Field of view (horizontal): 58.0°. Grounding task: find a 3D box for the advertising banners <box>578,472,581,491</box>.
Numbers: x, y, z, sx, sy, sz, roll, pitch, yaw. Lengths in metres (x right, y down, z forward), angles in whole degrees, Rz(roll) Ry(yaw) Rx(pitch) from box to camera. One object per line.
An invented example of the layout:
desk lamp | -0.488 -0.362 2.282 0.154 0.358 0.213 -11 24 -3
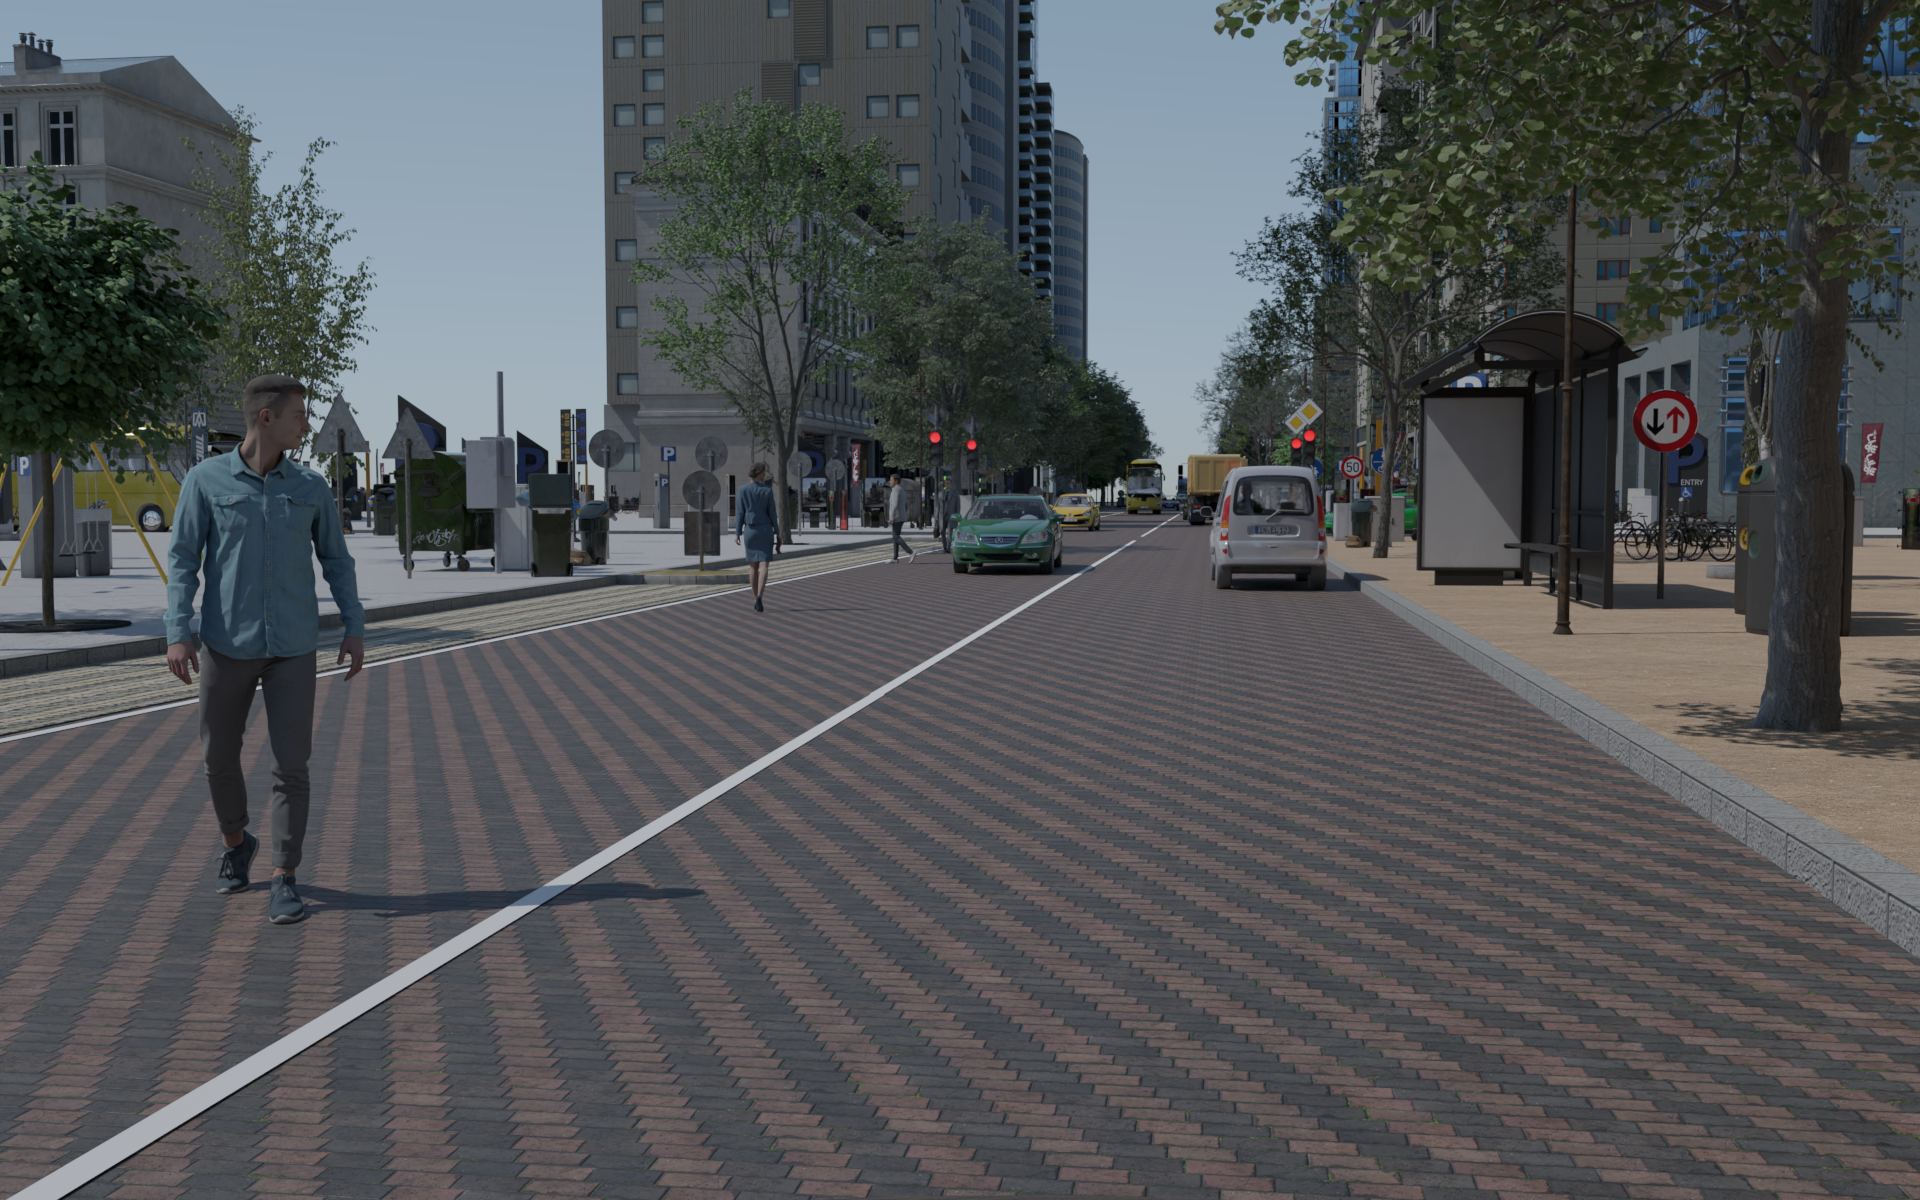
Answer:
advertising banners | -29.821 -8.454 134.414 0.090 3.025 2.074 1 4 10

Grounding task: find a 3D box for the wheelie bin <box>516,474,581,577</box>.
wheelie bin | -6.421 -1.168 27.008 0.980 1.594 0.693 -1 4 -18

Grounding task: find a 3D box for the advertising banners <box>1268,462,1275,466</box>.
advertising banners | 17.750 -6.024 94.674 2.074 3.025 0.090 -1 4 -18

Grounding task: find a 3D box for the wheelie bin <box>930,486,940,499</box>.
wheelie bin | -0.745 -3.863 71.060 0.980 1.594 0.693 0 4 -7

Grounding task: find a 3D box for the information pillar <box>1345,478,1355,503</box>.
information pillar | 18.203 -4.671 80.869 0.304 2.012 0.304 -3 5 -41

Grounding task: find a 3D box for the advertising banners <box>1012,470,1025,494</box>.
advertising banners | 3.498 -6.271 98.725 2.074 3.025 0.090 -2 4 -24

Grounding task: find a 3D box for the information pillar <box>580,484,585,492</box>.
information pillar | -28.554 -7.750 131.196 0.304 2.012 0.304 2 4 25

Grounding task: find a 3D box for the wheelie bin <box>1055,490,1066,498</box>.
wheelie bin | 6.970 -6.833 119.626 0.693 1.594 0.980 -1 4 -17

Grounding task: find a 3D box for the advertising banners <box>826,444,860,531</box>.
advertising banners | -4.107 -3.968 61.069 0.090 3.025 2.074 -3 4 -38

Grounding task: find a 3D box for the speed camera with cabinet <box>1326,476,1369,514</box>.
speed camera with cabinet | 19.418 -5.654 86.778 2.038 3.252 0.660 0 4 4

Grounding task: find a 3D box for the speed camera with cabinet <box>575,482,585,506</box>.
speed camera with cabinet | -28.306 -8.169 127.901 0.660 3.252 2.038 -3 5 -40

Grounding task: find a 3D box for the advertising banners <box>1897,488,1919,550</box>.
advertising banners | 22.334 -2.628 39.152 0.090 3.025 2.074 -3 5 -39

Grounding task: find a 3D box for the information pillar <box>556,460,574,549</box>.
information pillar | -8.516 -2.009 37.342 0.304 2.012 0.304 0 4 1

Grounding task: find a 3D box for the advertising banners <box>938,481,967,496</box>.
advertising banners | -0.577 -6.331 99.707 2.074 3.025 0.090 -1 4 -16

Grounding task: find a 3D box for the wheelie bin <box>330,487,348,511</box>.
wheelie bin | -28.719 -4.365 79.269 0.980 1.594 0.693 -1 4 -11

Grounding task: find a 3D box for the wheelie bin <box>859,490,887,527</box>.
wheelie bin | -3.361 -3.733 68.937 0.980 1.594 0.693 -3 5 -40

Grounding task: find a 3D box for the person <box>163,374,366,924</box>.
person | -2.408 0.142 6.045 0.638 1.841 0.748 -1 4 -18

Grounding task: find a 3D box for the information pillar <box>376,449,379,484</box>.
information pillar | -29.887 -5.965 88.876 0.183 3.616 0.504 -1 4 -14

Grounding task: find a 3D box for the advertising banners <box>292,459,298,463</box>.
advertising banners | -33.172 -5.429 84.954 2.074 3.025 0.090 2 4 27

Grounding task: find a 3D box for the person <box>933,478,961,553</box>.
person | -0.332 -2.058 42.255 0.694 1.812 0.767 1 4 16

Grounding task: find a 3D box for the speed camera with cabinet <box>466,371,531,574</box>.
speed camera with cabinet | -7.467 -2.103 28.714 0.660 3.252 2.038 1 4 11

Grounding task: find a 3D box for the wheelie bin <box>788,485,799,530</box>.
wheelie bin | -6.145 -3.354 62.752 0.693 1.594 0.980 0 4 1

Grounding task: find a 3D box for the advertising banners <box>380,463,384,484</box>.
advertising banners | -31.714 -6.115 96.165 0.090 3.025 2.074 -3 5 -44

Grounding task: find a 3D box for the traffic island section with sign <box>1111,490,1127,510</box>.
traffic island section with sign | 14.895 -9.223 159.425 1.989 1.847 2.006 1 4 8

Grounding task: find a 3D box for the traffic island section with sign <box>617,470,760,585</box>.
traffic island section with sign | -4.302 -1.190 28.082 1.989 1.847 2.006 1 4 8

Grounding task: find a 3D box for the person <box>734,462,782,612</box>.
person | -2.496 -0.776 21.211 0.581 1.822 0.654 1 4 11

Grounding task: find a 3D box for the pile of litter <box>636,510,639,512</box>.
pile of litter | -22.421 -6.651 122.710 1.176 0.858 1.719 -1 4 -23

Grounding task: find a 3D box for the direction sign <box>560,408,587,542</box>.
direction sign | -10.268 -3.308 46.080 0.876 3.537 0.379 2 4 29

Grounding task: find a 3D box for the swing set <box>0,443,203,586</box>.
swing set | -11.670 -1.547 22.917 2.862 2.851 3.119 -1 4 -13

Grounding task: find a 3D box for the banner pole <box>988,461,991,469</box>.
banner pole | 2.214 -8.504 129.058 0.401 3.779 0.863 1 4 21

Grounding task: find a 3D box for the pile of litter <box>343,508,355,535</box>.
pile of litter | -19.813 -2.512 55.044 1.176 0.858 1.719 0 4 -8

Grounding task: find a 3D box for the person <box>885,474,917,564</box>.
person | -1.202 -1.669 35.634 0.795 1.843 0.661 1 4 21

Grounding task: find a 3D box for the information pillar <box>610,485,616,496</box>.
information pillar | -26.906 -7.943 134.354 0.304 2.012 0.304 1 4 16

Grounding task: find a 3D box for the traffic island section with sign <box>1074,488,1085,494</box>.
traffic island section with sign | 7.582 -6.162 109.370 1.989 1.847 2.006 1 4 8

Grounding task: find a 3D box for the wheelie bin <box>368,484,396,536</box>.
wheelie bin | -17.736 -2.789 53.503 0.980 1.594 0.693 -2 4 -30

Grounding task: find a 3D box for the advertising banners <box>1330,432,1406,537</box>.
advertising banners | 11.592 -3.245 49.247 2.074 3.025 0.090 1 4 10

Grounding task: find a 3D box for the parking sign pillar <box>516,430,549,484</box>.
parking sign pillar | -17.931 -5.151 72.698 1.447 3.967 1.447 0 4 -8

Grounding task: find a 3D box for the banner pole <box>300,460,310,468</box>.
banner pole | -43.608 -7.655 115.175 0.863 3.779 0.401 0 4 -8

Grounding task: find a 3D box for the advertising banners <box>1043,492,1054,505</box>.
advertising banners | 5.954 -7.717 122.354 0.090 3.025 2.074 3 5 42

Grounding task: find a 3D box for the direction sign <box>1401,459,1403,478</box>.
direction sign | 27.174 -7.013 106.651 0.379 3.537 0.876 0 4 6

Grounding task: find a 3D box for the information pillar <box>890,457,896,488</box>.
information pillar | -4.021 -6.890 104.005 0.183 3.616 0.504 3 4 38

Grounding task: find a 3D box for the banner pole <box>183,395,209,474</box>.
banner pole | -19.391 -3.296 43.914 0.863 3.779 0.401 1 4 13

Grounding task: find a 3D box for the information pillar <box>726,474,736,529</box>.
information pillar | -8.492 -3.658 64.306 0.304 2.012 0.304 -2 4 -25

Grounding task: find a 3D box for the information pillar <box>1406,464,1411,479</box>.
information pillar | 32.258 -8.151 124.616 0.183 3.616 0.504 3 5 42

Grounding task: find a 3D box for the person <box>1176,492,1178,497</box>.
person | 33.855 -15.927 269.614 1.217 1.736 0.721 -1 4 -17

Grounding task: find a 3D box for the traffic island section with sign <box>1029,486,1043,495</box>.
traffic island section with sign | 3.631 -4.510 82.368 1.989 1.847 2.006 1 4 8

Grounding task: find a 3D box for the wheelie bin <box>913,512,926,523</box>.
wheelie bin | -1.771 -4.193 76.457 0.693 1.594 0.980 2 4 32

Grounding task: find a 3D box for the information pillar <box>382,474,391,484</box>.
information pillar | -21.019 -3.609 63.500 0.304 2.012 0.304 -1 4 -19

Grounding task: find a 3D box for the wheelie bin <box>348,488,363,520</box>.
wheelie bin | -29.734 -4.716 85.017 0.980 1.594 0.693 3 5 42

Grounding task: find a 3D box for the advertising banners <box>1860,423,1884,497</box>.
advertising banners | 22.006 -2.883 43.327 0.090 3.025 2.074 -3 4 -36

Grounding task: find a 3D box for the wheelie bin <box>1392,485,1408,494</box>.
wheelie bin | 14.932 -3.091 58.451 0.980 1.594 0.693 1 4 20
